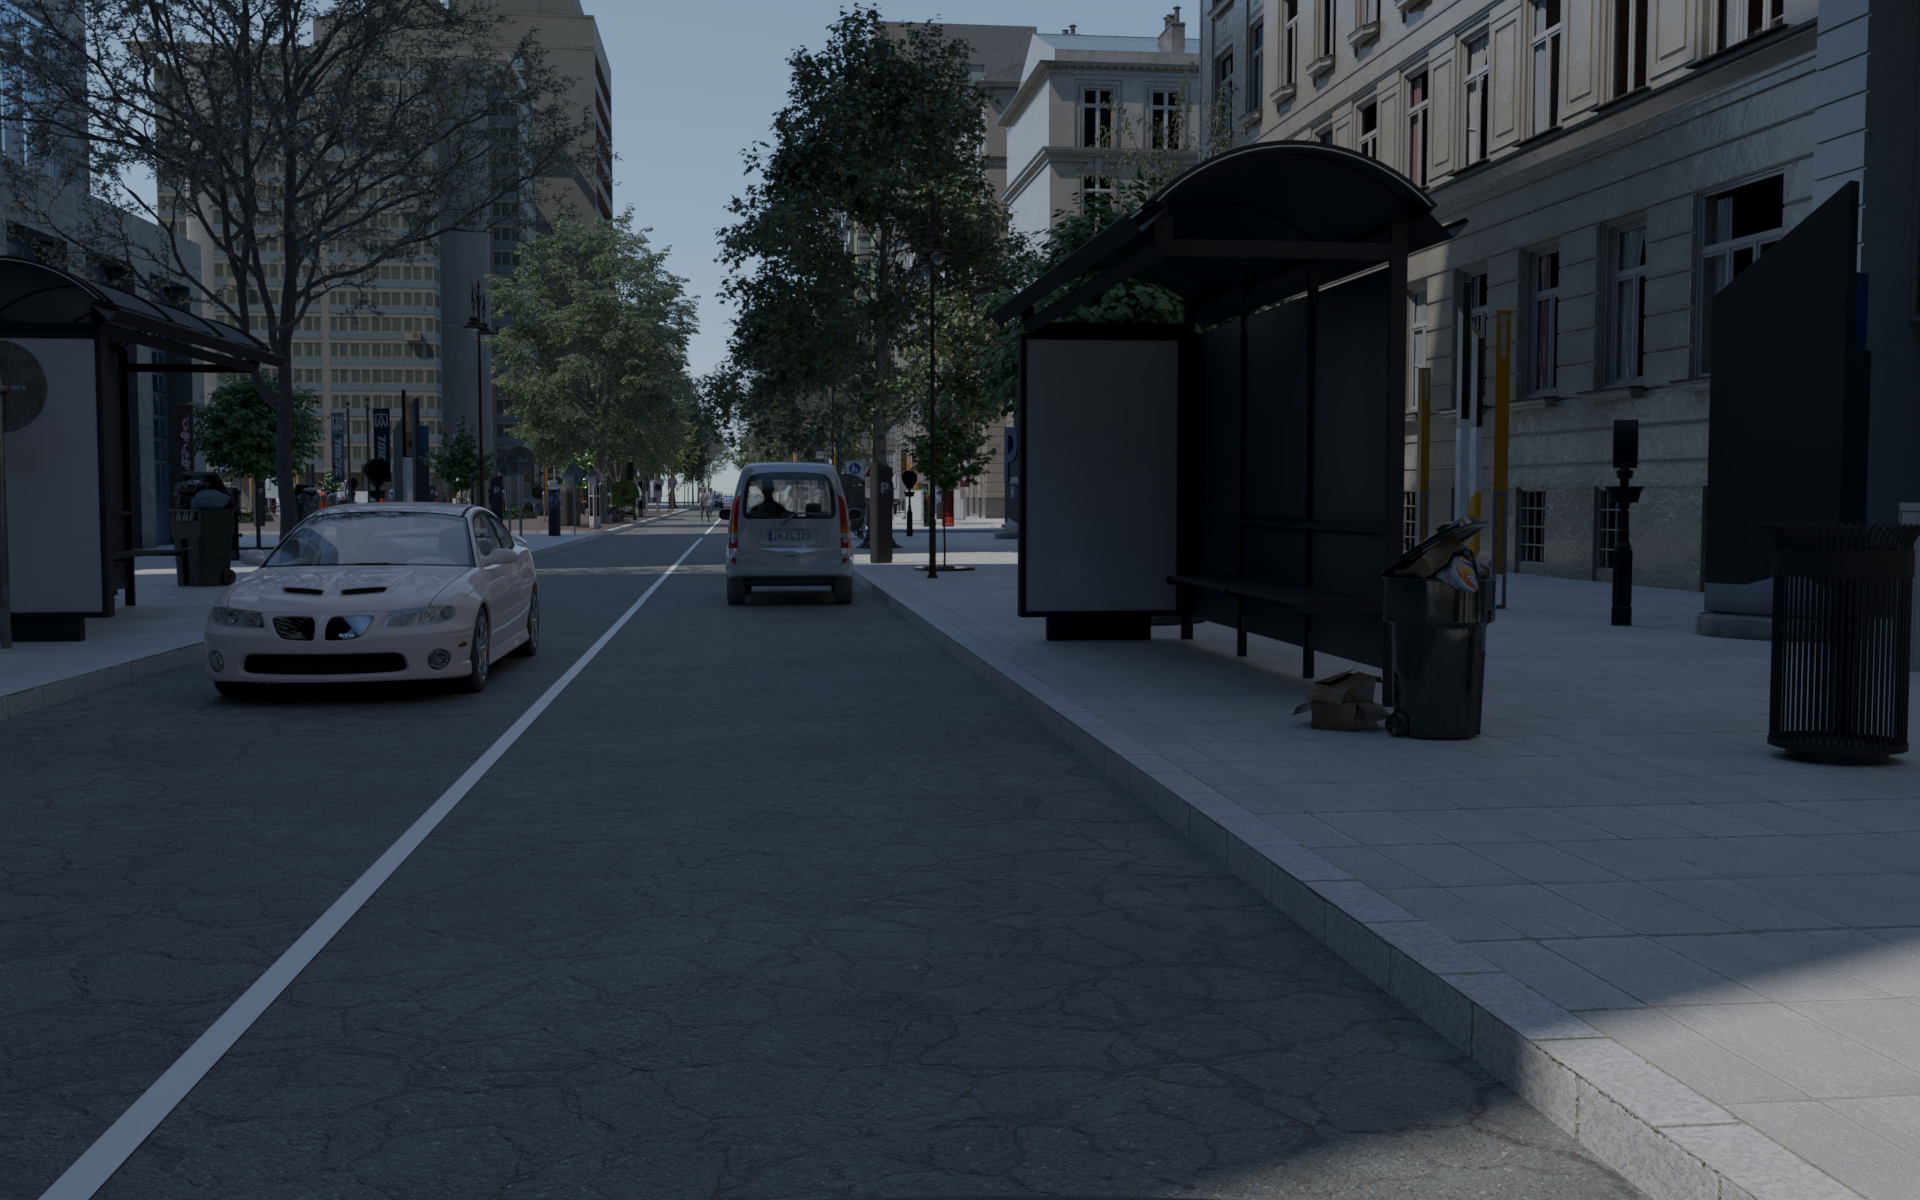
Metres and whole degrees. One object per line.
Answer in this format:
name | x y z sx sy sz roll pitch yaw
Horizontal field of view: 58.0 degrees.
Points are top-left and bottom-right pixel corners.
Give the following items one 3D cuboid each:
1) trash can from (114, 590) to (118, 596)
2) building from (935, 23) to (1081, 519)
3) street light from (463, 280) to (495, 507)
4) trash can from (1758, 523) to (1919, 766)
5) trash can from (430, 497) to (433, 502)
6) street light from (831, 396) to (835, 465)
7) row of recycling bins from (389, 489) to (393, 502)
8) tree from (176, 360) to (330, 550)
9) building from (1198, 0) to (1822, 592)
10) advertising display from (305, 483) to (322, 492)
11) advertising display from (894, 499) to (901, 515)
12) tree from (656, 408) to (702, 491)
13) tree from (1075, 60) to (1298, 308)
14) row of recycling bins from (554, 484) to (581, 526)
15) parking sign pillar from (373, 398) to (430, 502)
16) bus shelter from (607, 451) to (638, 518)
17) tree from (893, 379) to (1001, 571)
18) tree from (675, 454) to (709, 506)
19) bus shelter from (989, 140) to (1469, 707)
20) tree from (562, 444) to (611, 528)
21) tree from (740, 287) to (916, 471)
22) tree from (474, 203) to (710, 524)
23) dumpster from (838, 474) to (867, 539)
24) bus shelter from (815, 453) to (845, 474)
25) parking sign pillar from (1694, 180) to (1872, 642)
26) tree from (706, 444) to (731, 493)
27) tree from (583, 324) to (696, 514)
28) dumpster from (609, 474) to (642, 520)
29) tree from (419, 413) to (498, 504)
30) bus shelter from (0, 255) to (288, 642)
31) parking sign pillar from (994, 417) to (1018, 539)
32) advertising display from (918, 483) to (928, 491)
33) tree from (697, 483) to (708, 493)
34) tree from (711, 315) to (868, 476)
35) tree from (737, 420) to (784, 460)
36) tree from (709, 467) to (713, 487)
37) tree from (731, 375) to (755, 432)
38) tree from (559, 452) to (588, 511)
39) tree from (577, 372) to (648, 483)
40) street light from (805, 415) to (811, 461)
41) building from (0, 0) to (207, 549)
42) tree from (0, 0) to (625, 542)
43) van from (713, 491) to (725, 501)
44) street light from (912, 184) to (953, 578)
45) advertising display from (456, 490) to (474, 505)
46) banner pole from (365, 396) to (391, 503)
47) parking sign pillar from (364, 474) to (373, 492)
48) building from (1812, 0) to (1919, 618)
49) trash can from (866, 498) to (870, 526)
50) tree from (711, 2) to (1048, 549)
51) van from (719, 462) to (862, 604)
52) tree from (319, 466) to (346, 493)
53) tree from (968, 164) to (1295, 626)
trash can | -10.490 -0.562 20.847 0.748 1.137 0.748 0 3 0
building | 5.425 -18.655 102.268 12.463 27.353 25.104 0 4 -7
street light | -10.395 -3.960 37.541 0.468 5.910 1.993 0 4 -7
trash can | 4.251 0.201 8.366 0.748 1.137 0.748 0 3 0
trash can | -28.172 -4.880 91.441 0.748 1.137 0.748 0 3 0
street light | -4.020 -5.016 54.795 0.468 5.910 1.993 0 4 -7
row of recycling bins | -39.893 -7.118 123.490 1.069 1.692 3.534 0 4 -4
tree | -16.309 -3.465 40.374 4.285 4.588 4.351 0 3 0
building | 15.445 -12.284 34.127 16.112 22.955 30.059 0 4 -7
advertising display | -36.610 -5.683 98.124 0.974 1.923 0.123 0 4 1
advertising display | -4.101 -6.268 107.700 0.974 1.923 0.123 -3 4 -38
tree | -23.661 -11.795 143.217 4.737 8.622 4.395 0 3 0
tree | 3.807 -4.906 30.578 4.360 8.622 3.978 0 3 0
row of recycling bins | -16.224 -3.898 70.843 1.069 1.692 3.534 -1 4 -20
parking sign pillar | -15.580 -3.713 49.183 1.447 3.967 1.447 3 5 45
bus shelter | -18.925 -6.451 96.750 1.731 3.624 6.357 0 4 -7
tree | -0.127 -2.112 29.128 1.663 3.219 1.824 0 3 0
tree | -29.541 -14.529 187.912 4.360 8.622 3.978 0 3 0
bus shelter | 1.596 -1.147 12.683 2.014 3.302 5.546 0 4 -7
tree | -14.153 -4.396 66.482 1.663 3.219 1.824 0 3 0
tree | -5.013 -8.471 72.916 7.601 10.594 8.767 -3 4 -36
tree | -15.735 -10.298 75.034 9.857 13.997 8.962 0 3 0
dumpster | -3.323 -2.688 49.712 1.264 1.857 1.865 0 4 -7
bus shelter | -6.951 -5.775 88.347 2.014 3.302 5.546 0 4 -7
parking sign pillar | 7.456 -1.660 15.613 1.447 3.967 1.447 -2 4 -32
tree | -41.388 -22.029 285.923 9.928 11.665 9.643 0 3 0
tree | -20.399 -11.743 110.127 7.486 12.596 7.792 0 3 0
dumpster | -16.421 -5.042 84.937 1.502 2.255 1.985 0 4 -7
tree | -11.835 -2.871 41.548 1.663 3.219 1.824 0 3 0
bus shelter | -8.505 -1.439 17.444 2.014 3.302 5.546 0 4 -7
parking sign pillar | 1.698 -3.751 49.805 1.447 3.967 1.447 -1 4 -18
advertising display | -2.315 -6.031 103.819 0.974 1.923 0.123 3 4 36
tree | -38.987 -16.410 262.906 1.663 3.219 1.824 0 3 0
tree | -9.387 -11.503 98.440 12.009 13.543 11.850 0 3 0
tree | -19.405 -15.926 178.524 7.486 12.596 7.792 0 3 0
tree | -40.068 -19.548 269.973 4.360 8.622 3.978 0 3 0
tree | -29.688 -24.568 257.571 12.611 20.169 13.585 0 3 0
tree | -29.267 -9.116 132.762 4.285 4.588 4.351 0 3 0
tree | -18.029 -8.584 90.704 4.360 8.622 3.978 0 3 0
street light | -7.110 -6.571 80.217 0.468 5.910 1.993 0 4 -7
building | -33.608 -43.848 29.580 31.000 86.520 22.319 0 4 -7
tree | -10.426 -7.081 26.151 12.009 13.543 11.850 0 3 0
van | -31.672 -13.415 226.341 2.013 2.044 4.112 0 4 -7
street light | -0.419 -3.269 26.230 0.468 5.910 1.993 0 4 -7
advertising display | -17.420 -3.409 60.949 0.974 1.923 0.123 3 5 41
banner pole | -14.970 -3.329 44.454 0.863 3.779 0.401 1 4 11
parking sign pillar | -44.185 -8.669 130.213 1.447 3.967 1.447 2 4 31
building | 16.248 -13.848 3.913 11.434 29.767 29.804 0 4 -7
trash can | -3.308 -3.323 65.990 0.748 1.137 0.748 0 3 0
tree | -1.809 -7.564 40.683 9.611 12.733 9.660 0 3 0
van | -2.340 -1.033 23.901 2.013 2.044 4.112 0 4 -5
tree | -39.269 -6.934 107.968 1.663 3.219 1.824 0 3 0
tree | 1.809 -2.056 17.337 4.285 4.588 4.351 0 3 0
